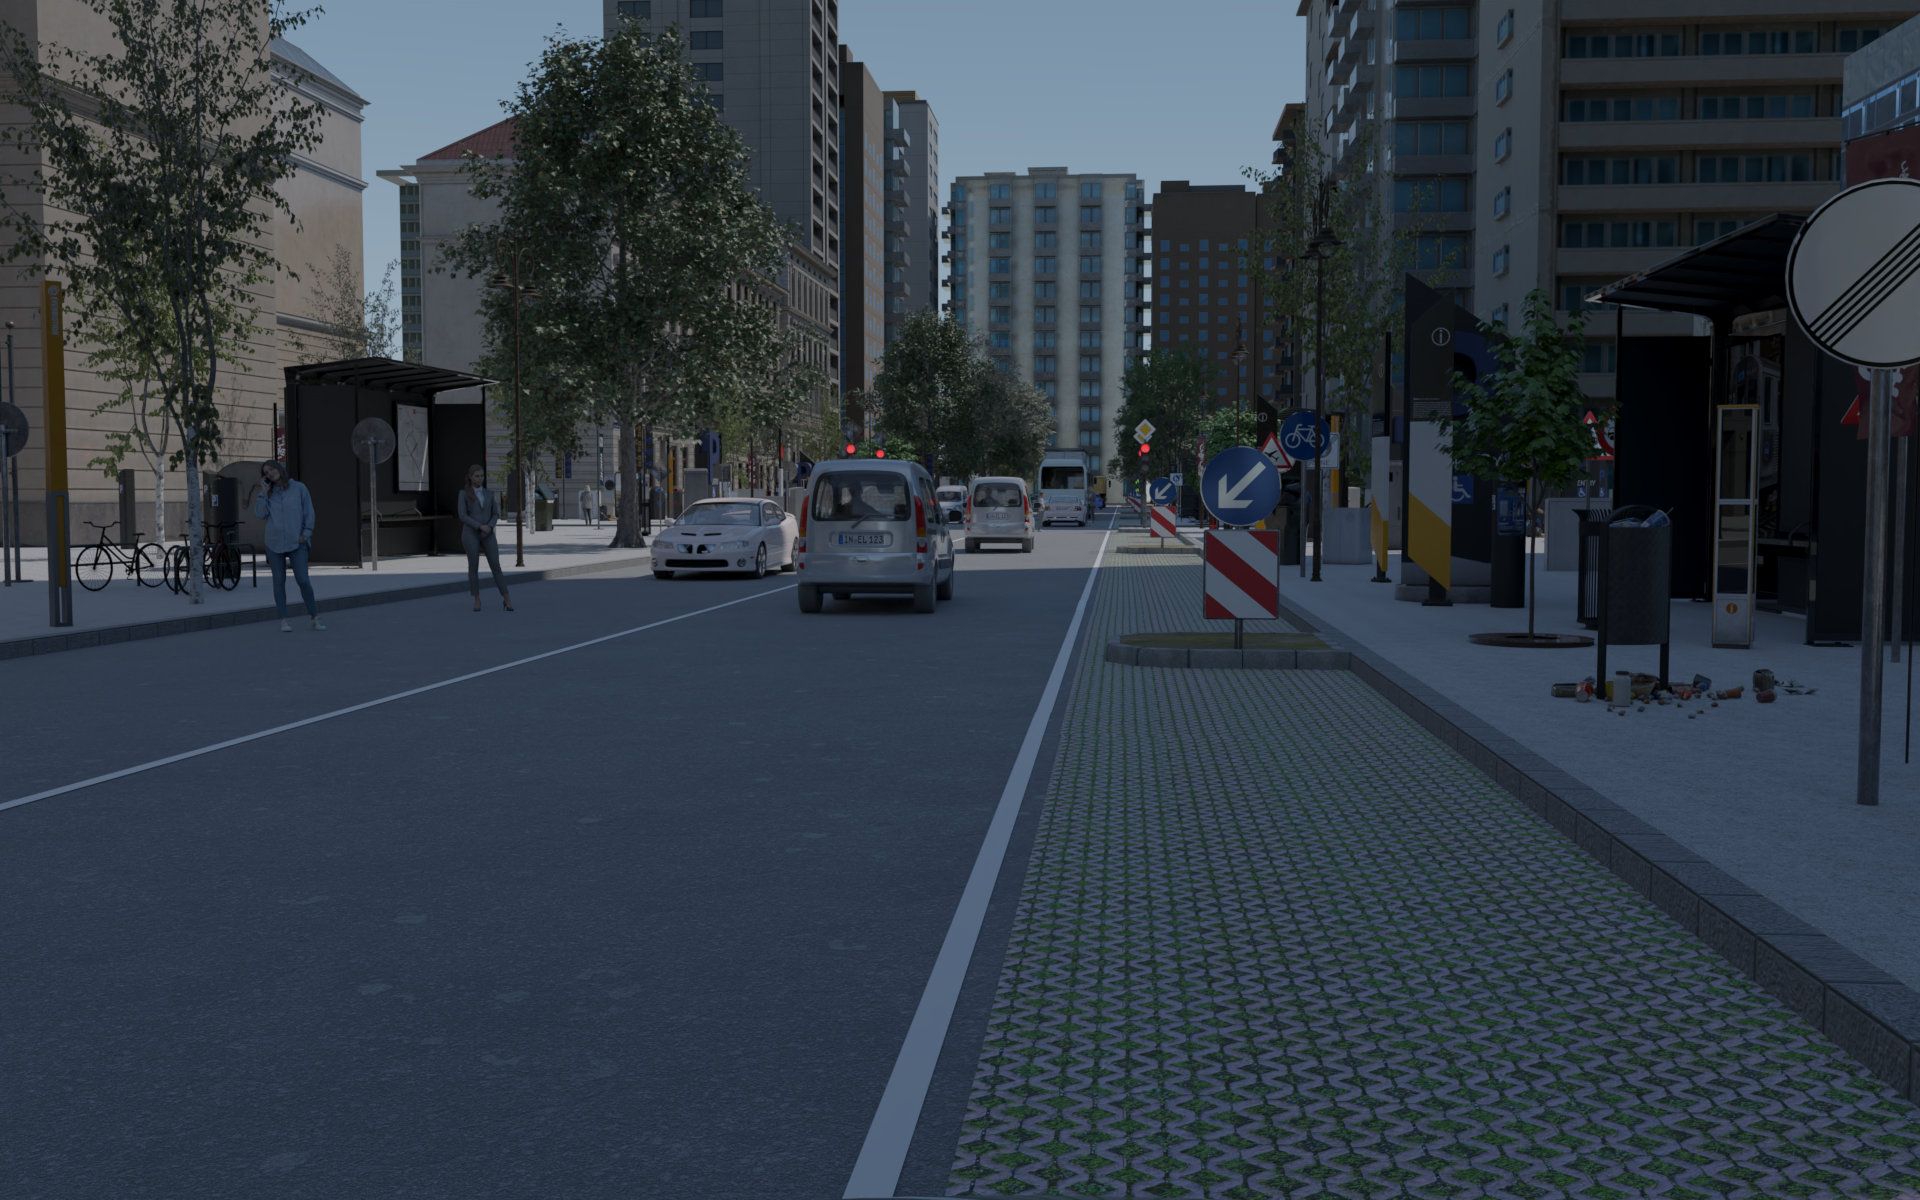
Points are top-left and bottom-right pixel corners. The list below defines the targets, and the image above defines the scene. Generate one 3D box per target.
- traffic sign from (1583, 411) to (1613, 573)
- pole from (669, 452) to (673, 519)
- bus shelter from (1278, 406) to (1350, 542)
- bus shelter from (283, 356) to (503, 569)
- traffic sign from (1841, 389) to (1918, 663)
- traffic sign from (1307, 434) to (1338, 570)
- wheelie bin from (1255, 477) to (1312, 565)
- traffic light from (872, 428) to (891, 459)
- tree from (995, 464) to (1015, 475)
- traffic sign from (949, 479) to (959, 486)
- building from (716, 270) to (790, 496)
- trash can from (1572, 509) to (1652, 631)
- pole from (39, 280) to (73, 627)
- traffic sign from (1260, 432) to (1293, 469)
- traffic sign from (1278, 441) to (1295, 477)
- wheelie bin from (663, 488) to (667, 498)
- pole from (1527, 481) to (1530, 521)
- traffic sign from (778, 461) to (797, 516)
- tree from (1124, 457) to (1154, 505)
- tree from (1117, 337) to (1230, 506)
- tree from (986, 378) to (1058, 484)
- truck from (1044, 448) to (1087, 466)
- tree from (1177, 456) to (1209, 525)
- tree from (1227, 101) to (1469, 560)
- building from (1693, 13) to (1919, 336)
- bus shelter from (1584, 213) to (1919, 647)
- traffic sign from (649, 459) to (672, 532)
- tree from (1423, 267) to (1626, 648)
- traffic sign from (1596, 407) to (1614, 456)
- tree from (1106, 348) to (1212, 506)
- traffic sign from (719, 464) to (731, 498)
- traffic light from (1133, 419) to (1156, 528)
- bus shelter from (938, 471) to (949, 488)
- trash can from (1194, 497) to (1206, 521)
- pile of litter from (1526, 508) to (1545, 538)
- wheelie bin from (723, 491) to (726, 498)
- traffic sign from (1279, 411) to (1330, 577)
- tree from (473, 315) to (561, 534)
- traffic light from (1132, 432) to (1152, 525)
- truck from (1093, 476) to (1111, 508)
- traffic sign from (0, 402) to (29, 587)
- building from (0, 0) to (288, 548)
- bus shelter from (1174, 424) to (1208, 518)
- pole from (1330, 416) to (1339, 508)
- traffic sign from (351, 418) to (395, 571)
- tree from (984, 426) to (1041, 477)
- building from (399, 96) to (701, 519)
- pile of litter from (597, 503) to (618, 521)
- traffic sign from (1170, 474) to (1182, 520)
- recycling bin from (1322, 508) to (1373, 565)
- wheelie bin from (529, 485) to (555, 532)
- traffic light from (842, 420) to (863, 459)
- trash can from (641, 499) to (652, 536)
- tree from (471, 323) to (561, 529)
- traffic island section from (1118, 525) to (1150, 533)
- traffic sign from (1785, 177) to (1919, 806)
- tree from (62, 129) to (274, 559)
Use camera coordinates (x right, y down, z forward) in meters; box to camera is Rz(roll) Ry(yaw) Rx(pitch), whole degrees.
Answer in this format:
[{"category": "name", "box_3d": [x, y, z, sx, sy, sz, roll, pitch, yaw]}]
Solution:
[{"category": "traffic sign", "box_3d": [9.873, -1.665, 27.234, 0.884, 2.594, 0.081, 1, 4, 11]}, {"category": "pole", "box_3d": [-12.711, -5.031, 76.096, 0.158, 3.312, 0.155, 0, 3, 0]}, {"category": "bus shelter", "box_3d": [9.924, -3.557, 49.443, 1.731, 3.624, 6.357, 0, 4, 5]}, {"category": "bus shelter", "box_3d": [-10.517, -2.534, 32.716, 1.731, 3.624, 6.357, 0, 4, 5]}, {"category": "traffic sign", "box_3d": [7.130, -0.803, 13.125, 0.884, 2.594, 0.081, 1, 4, 12]}, {"category": "traffic sign", "box_3d": [6.035, -1.645, 29.021, 0.606, 2.300, 0.079, 1, 4, 12]}, {"category": "wheelie bin", "box_3d": [5.942, -1.433, 31.339, 0.980, 1.594, 0.693, -3, 4, -37]}, {"category": "traffic light", "box_3d": [-3.332, -5.180, 73.619, 0.839, 4.253, 0.868, 0, 4, 5]}, {"category": "tree", "box_3d": [4.434, -13.536, 171.680, 4.737, 8.622, 4.395, 0, 3, 0]}, {"category": "traffic sign", "box_3d": [-0.381, -6.619, 110.346, 0.606, 2.300, 0.079, 1, 4, 10]}, {"category": "building", "box_3d": [-18.740, -15.609, 119.829, 10.561, 19.102, 19.286, 0, 4, 5]}, {"category": "trash can", "box_3d": [6.167, -0.289, 16.380, 0.748, 1.137, 0.748, 0, 3, 0]}, {"category": "pole", "box_3d": [-8.708, -1.397, 16.681, 0.158, 3.312, 0.155, 0, 3, 0]}, {"category": "traffic sign", "box_3d": [6.512, -2.218, 36.271, 0.884, 2.594, 0.081, 1, 4, 9]}, {"category": "traffic sign", "box_3d": [7.617, -2.524, 41.379, 0.768, 2.556, 0.104, 1, 4, 9]}, {"category": "wheelie bin", "box_3d": [-15.916, -5.118, 91.595, 0.980, 1.594, 0.693, -1, 4, -18]}, {"category": "pole", "box_3d": [26.083, -5.246, 79.621, 0.158, 3.312, 0.155, 0, 3, 0]}, {"category": "traffic sign", "box_3d": [-6.560, -4.023, 65.883, 0.768, 2.556, 0.104, 1, 4, 12]}, {"category": "tree", "box_3d": [23.085, -16.852, 209.937, 7.601, 10.594, 8.767, 0, 4, -3]}, {"category": "tree", "box_3d": [14.273, -11.643, 116.112, 9.928, 11.665, 9.643, 0, 3, 0]}, {"category": "tree", "box_3d": [6.253, -17.328, 189.966, 9.857, 13.997, 8.962, 0, 3, 0]}, {"category": "truck", "box_3d": [6.872, -7.477, 111.158, 2.839, 4.237, 11.283, 0, 4, 5]}, {"category": "tree", "box_3d": [10.845, -5.072, 77.535, 1.663, 3.219, 1.824, 0, 3, 0]}, {"category": "tree", "box_3d": [7.293, -5.064, 33.163, 4.737, 8.622, 4.395, 0, 3, 0]}, {"category": "building", "box_3d": [30.575, -43.913, 30.652, 22.319, 86.520, 31.000, 0, 4, 5]}, {"category": "bus shelter", "box_3d": [7.969, -1.605, 17.520, 1.731, 3.624, 6.357, 0, 4, 5]}, {"category": "traffic sign", "box_3d": [-9.845, -3.409, 56.928, 0.795, 2.450, 0.064, 1, 4, 10]}, {"category": "tree", "box_3d": [5.035, -1.240, 14.868, 1.663, 3.219, 1.824, 0, 3, 0]}, {"category": "traffic sign", "box_3d": [9.463, -1.508, 24.769, 0.768, 2.556, 0.104, 0, 4, 7]}, {"category": "tree", "box_3d": [15.873, -13.369, 135.588, 9.611, 12.733, 9.660, 0, 3, 0]}, {"category": "traffic sign", "box_3d": [-8.128, -3.498, 59.328, 0.606, 2.300, 0.079, 1, 4, 13]}, {"category": "traffic light", "box_3d": [6.888, -4.633, 64.662, 0.839, 4.253, 0.868, 0, 4, 5]}, {"category": "bus shelter", "box_3d": [-0.717, -8.612, 134.736, 2.014, 3.302, 5.546, 0, 4, 5]}, {"category": "trash can", "box_3d": [11.672, -4.418, 83.884, 0.748, 1.137, 0.748, 0, 3, 0]}, {"category": "pile of litter", "box_3d": [17.475, -2.291, 51.424, 1.719, 0.858, 1.176, -2, 4, -34]}, {"category": "wheelie bin", "box_3d": [-11.902, -4.733, 85.297, 0.693, 1.594, 0.980, -1, 4, -18]}, {"category": "traffic sign", "box_3d": [5.281, -1.620, 26.601, 0.768, 2.556, 0.104, 0, 4, 6]}, {"category": "tree", "box_3d": [-13.663, -6.421, 55.353, 4.737, 8.622, 4.395, 0, 3, 0]}, {"category": "traffic light", "box_3d": [7.633, -5.119, 72.613, 0.839, 4.253, 0.868, 0, 4, 5]}, {"category": "truck", "box_3d": [14.222, -11.488, 183.754, 3.469, 3.379, 9.791, 0, 4, 6]}, {"category": "traffic sign", "box_3d": [-13.205, -1.458, 23.945, 0.768, 2.556, 0.104, 1, 4, 13]}, {"category": "building", "box_3d": [-33.222, -15.310, 47.575, 25.104, 27.353, 12.463, 0, 4, 5]}, {"category": "bus shelter", "box_3d": [12.928, -7.215, 95.603, 2.179, 5.291, 8.768, 0, 4, 5]}, {"category": "pole", "box_3d": [9.806, -3.150, 45.347, 0.158, 3.312, 0.155, 0, 3, 0]}, {"category": "traffic sign", "box_3d": [-9.800, -1.763, 28.927, 0.768, 2.556, 0.104, 0, 4, 6]}, {"category": "tree", "box_3d": [6.767, -16.395, 202.467, 7.601, 10.594, 8.767, 1, 4, 21]}, {"category": "building", "box_3d": [-21.982, -16.084, 99.134, 11.583, 22.565, 21.152, 0, 4, 5]}, {"category": "pile of litter", "box_3d": [-16.787, -4.202, 82.666, 1.176, 0.858, 1.719, 0, 4, 6]}, {"category": "traffic sign", "box_3d": [10.749, -5.137, 86.114, 0.606, 2.300, 0.079, 1, 4, 12]}, {"category": "recycling bin", "box_3d": [7.115, -1.176, 31.786, 0.722, 1.027, 0.722, 2, 4, 34]}, {"category": "wheelie bin", "box_3d": [-14.398, -3.160, 59.571, 0.693, 1.594, 0.980, 1, 4, 11]}, {"category": "traffic light", "box_3d": [-4.077, -4.694, 65.669, 0.839, 4.253, 0.868, 0, 4, 5]}, {"category": "trash can", "box_3d": [-9.781, -2.535, 53.096, 0.748, 1.137, 0.748, 0, 3, 0]}, {"category": "tree", "box_3d": [-15.820, -6.958, 64.131, 4.360, 8.622, 3.978, 0, 3, 0]}, {"category": "traffic island section", "box_3d": [6.927, -2.599, 64.772, 2.009, 0.180, 2.903, 0, 4, 5]}, {"category": "traffic sign", "box_3d": [3.756, -0.427, 7.088, 0.768, 2.556, 0.104, 1, 4, 13]}, {"category": "tree", "box_3d": [-15.834, -5.132, 34.267, 4.737, 8.622, 4.395, 0, 3, 0]}]
